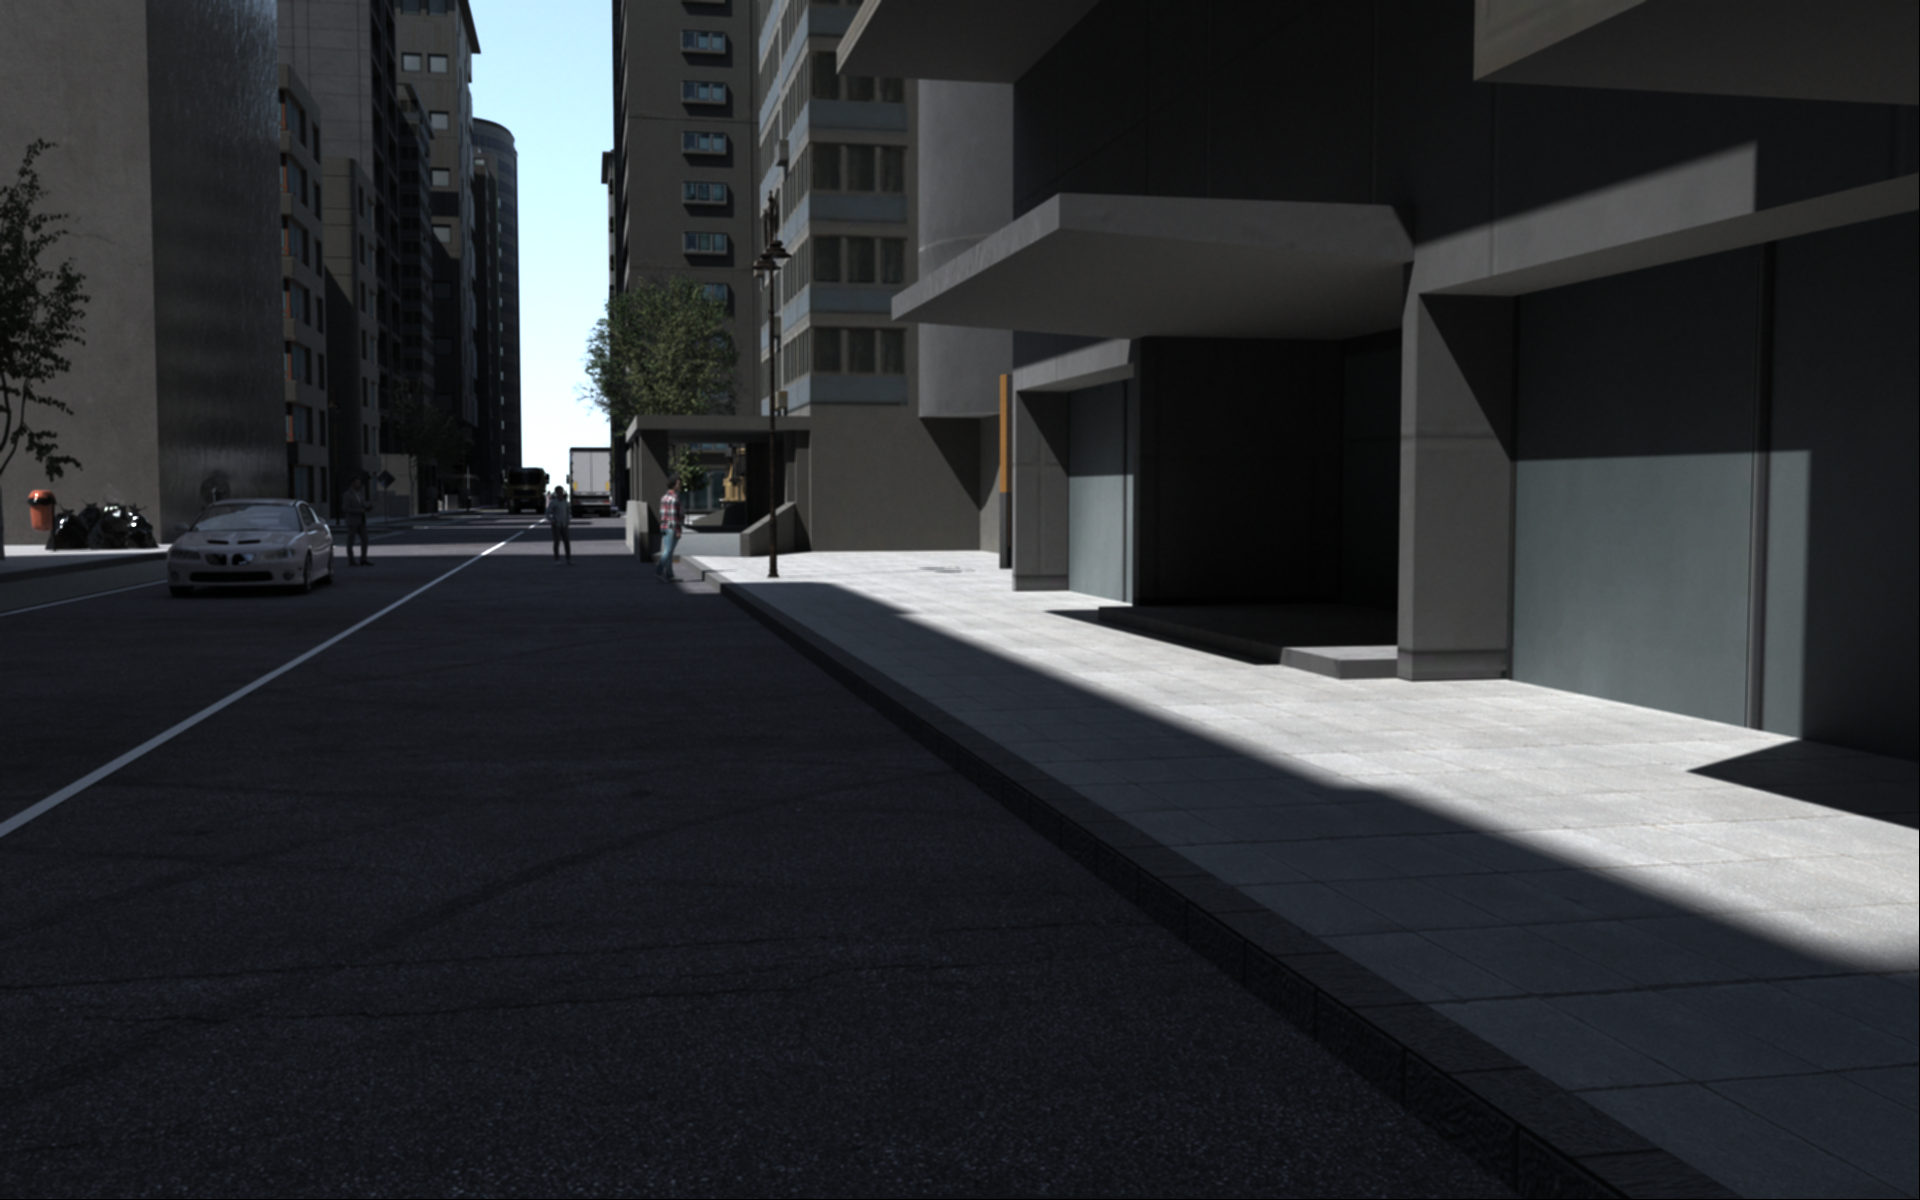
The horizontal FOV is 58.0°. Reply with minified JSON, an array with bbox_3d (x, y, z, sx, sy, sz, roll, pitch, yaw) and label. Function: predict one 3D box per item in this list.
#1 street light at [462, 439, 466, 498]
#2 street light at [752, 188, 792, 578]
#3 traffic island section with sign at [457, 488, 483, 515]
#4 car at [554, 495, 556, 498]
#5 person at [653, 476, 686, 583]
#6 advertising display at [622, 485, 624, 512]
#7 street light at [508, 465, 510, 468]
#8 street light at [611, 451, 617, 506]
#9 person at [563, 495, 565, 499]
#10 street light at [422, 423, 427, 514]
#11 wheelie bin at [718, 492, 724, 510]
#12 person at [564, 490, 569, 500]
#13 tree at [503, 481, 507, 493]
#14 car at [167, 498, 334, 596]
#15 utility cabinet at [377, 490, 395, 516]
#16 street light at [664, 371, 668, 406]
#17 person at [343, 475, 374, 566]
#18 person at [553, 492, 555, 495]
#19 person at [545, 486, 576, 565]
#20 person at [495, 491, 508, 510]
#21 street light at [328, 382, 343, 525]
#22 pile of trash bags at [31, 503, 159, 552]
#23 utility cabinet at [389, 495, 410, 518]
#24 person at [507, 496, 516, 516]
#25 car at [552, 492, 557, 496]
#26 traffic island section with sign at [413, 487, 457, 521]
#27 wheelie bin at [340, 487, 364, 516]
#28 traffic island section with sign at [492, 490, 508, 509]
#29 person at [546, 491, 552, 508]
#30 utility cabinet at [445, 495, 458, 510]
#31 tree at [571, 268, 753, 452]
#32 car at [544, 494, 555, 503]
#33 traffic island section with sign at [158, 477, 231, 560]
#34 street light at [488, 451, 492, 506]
[{"bbox_3d":[-41.752,-10.580,145.767,0.468,5.910,1.993,-1,4,-12],"label":"street light"},{"bbox_3d":[-2.876,-3.286,26.514,0.468,5.910,1.993,-1,4,-12],"label":"street light"},{"bbox_3d":[-33.998,-6.786,119.571,1.989,1.847,2.006,-1,4,-12],"label":"traffic island section with sign"},{"bbox_3d":[-44.752,-10.781,188.844,1.945,1.354,3.894,-1,4,-11],"label":"car"},{"bbox_3d":[-4.736,-1.153,28.189,0.643,1.720,0.563,-2,4,-27],"label":"person"},{"bbox_3d":[-24.440,-7.366,125.652,0.123,1.923,0.974,-1,4,-8],"label":"advertising display"},{"bbox_3d":[-59.222,-15.584,227.586,0.468,5.910,1.993,-1,4,-12],"label":"street light"},{"bbox_3d":[-36.167,-12.807,182.189,0.468,5.910,1.993,-1,4,-12],"label":"street light"},{"bbox_3d":[-40.688,-10.177,178.115,0.599,1.433,0.991,-3,4,-39],"label":"person"},{"bbox_3d":[-34.205,-8.433,110.671,0.468,5.910,1.993,-1,4,-12],"label":"street light"},{"bbox_3d":[-10.218,-4.189,76.392,0.693,1.594,0.980,-3,5,-44],"label":"wheelie bin"},{"bbox_3d":[-42.737,-10.958,187.643,1.348,1.826,0.705,3,4,38],"label":"person"},{"bbox_3d":[-58.043,-13.741,219.269,1.663,3.219,1.824,0,3,0],"label":"tree"},{"bbox_3d":[-10.579,-0.837,26.049,2.083,1.381,4.827,-1,4,-14],"label":"car"},{"bbox_3d":[-33.491,-5.647,101.009,0.318,1.500,1.173,2,4,34],"label":"utility cabinet"},{"bbox_3d":[-11.042,-5.655,65.245,0.468,5.910,1.993,-1,4,-12],"label":"street light"},{"bbox_3d":[-12.000,-1.584,34.594,0.583,1.804,0.606,1,4,11],"label":"person"},{"bbox_3d":[-63.182,-15.876,268.792,1.217,1.743,0.721,2,4,27],"label":"person"},{"bbox_3d":[-8.060,-1.503,34.891,0.589,1.601,0.330,-2,4,-34],"label":"person"},{"bbox_3d":[-41.404,-8.999,156.369,1.217,1.736,0.721,-1,4,-9],"label":"person"},{"bbox_3d":[-25.686,-6.028,71.344,0.468,5.910,1.993,-1,4,-12],"label":"street light"},{"bbox_3d":[-20.267,-1.853,40.054,1.912,1.369,3.447,0,4,7],"label":"pile of trash bags"},{"bbox_3d":[-30.453,-5.068,94.016,1.020,1.237,0.306,-1,4,-19],"label":"utility cabinet"},{"bbox_3d":[-29.560,-6.198,114.088,0.590,1.304,0.306,0,4,-2],"label":"person"},{"bbox_3d":[-69.031,-17.612,296.622,2.281,1.827,5.304,-1,4,-13],"label":"car"},{"bbox_3d":[-28.311,-5.165,93.070,1.989,1.847,2.006,-1,4,-12],"label":"traffic island section with sign"},{"bbox_3d":[-26.954,-4.212,76.782,0.980,1.594,0.693,-2,4,-28],"label":"wheelie bin"},{"bbox_3d":[-44.532,-9.791,168.713,1.989,1.847,2.006,-1,4,-12],"label":"traffic island section with sign"},{"bbox_3d":[-37.105,-9.008,156.443,0.621,1.740,0.551,1,4,18],"label":"person"},{"bbox_3d":[-41.178,-7.899,140.312,0.306,1.237,1.020,3,5,43],"label":"utility cabinet"},{"bbox_3d":[-16.182,-11.254,94.374,12.009,13.543,11.850,0,3,0],"label":"tree"},{"bbox_3d":[-39.056,-9.422,163.829,2.009,1.686,4.222,-1,4,-12],"label":"car"},{"bbox_3d":[-16.669,-1.839,38.700,1.989,1.847,2.006,-1,4,-12],"label":"traffic island section with sign"},{"bbox_3d":[-50.069,-12.969,184.825,0.468,5.910,1.993,-1,4,-12],"label":"street light"}]
